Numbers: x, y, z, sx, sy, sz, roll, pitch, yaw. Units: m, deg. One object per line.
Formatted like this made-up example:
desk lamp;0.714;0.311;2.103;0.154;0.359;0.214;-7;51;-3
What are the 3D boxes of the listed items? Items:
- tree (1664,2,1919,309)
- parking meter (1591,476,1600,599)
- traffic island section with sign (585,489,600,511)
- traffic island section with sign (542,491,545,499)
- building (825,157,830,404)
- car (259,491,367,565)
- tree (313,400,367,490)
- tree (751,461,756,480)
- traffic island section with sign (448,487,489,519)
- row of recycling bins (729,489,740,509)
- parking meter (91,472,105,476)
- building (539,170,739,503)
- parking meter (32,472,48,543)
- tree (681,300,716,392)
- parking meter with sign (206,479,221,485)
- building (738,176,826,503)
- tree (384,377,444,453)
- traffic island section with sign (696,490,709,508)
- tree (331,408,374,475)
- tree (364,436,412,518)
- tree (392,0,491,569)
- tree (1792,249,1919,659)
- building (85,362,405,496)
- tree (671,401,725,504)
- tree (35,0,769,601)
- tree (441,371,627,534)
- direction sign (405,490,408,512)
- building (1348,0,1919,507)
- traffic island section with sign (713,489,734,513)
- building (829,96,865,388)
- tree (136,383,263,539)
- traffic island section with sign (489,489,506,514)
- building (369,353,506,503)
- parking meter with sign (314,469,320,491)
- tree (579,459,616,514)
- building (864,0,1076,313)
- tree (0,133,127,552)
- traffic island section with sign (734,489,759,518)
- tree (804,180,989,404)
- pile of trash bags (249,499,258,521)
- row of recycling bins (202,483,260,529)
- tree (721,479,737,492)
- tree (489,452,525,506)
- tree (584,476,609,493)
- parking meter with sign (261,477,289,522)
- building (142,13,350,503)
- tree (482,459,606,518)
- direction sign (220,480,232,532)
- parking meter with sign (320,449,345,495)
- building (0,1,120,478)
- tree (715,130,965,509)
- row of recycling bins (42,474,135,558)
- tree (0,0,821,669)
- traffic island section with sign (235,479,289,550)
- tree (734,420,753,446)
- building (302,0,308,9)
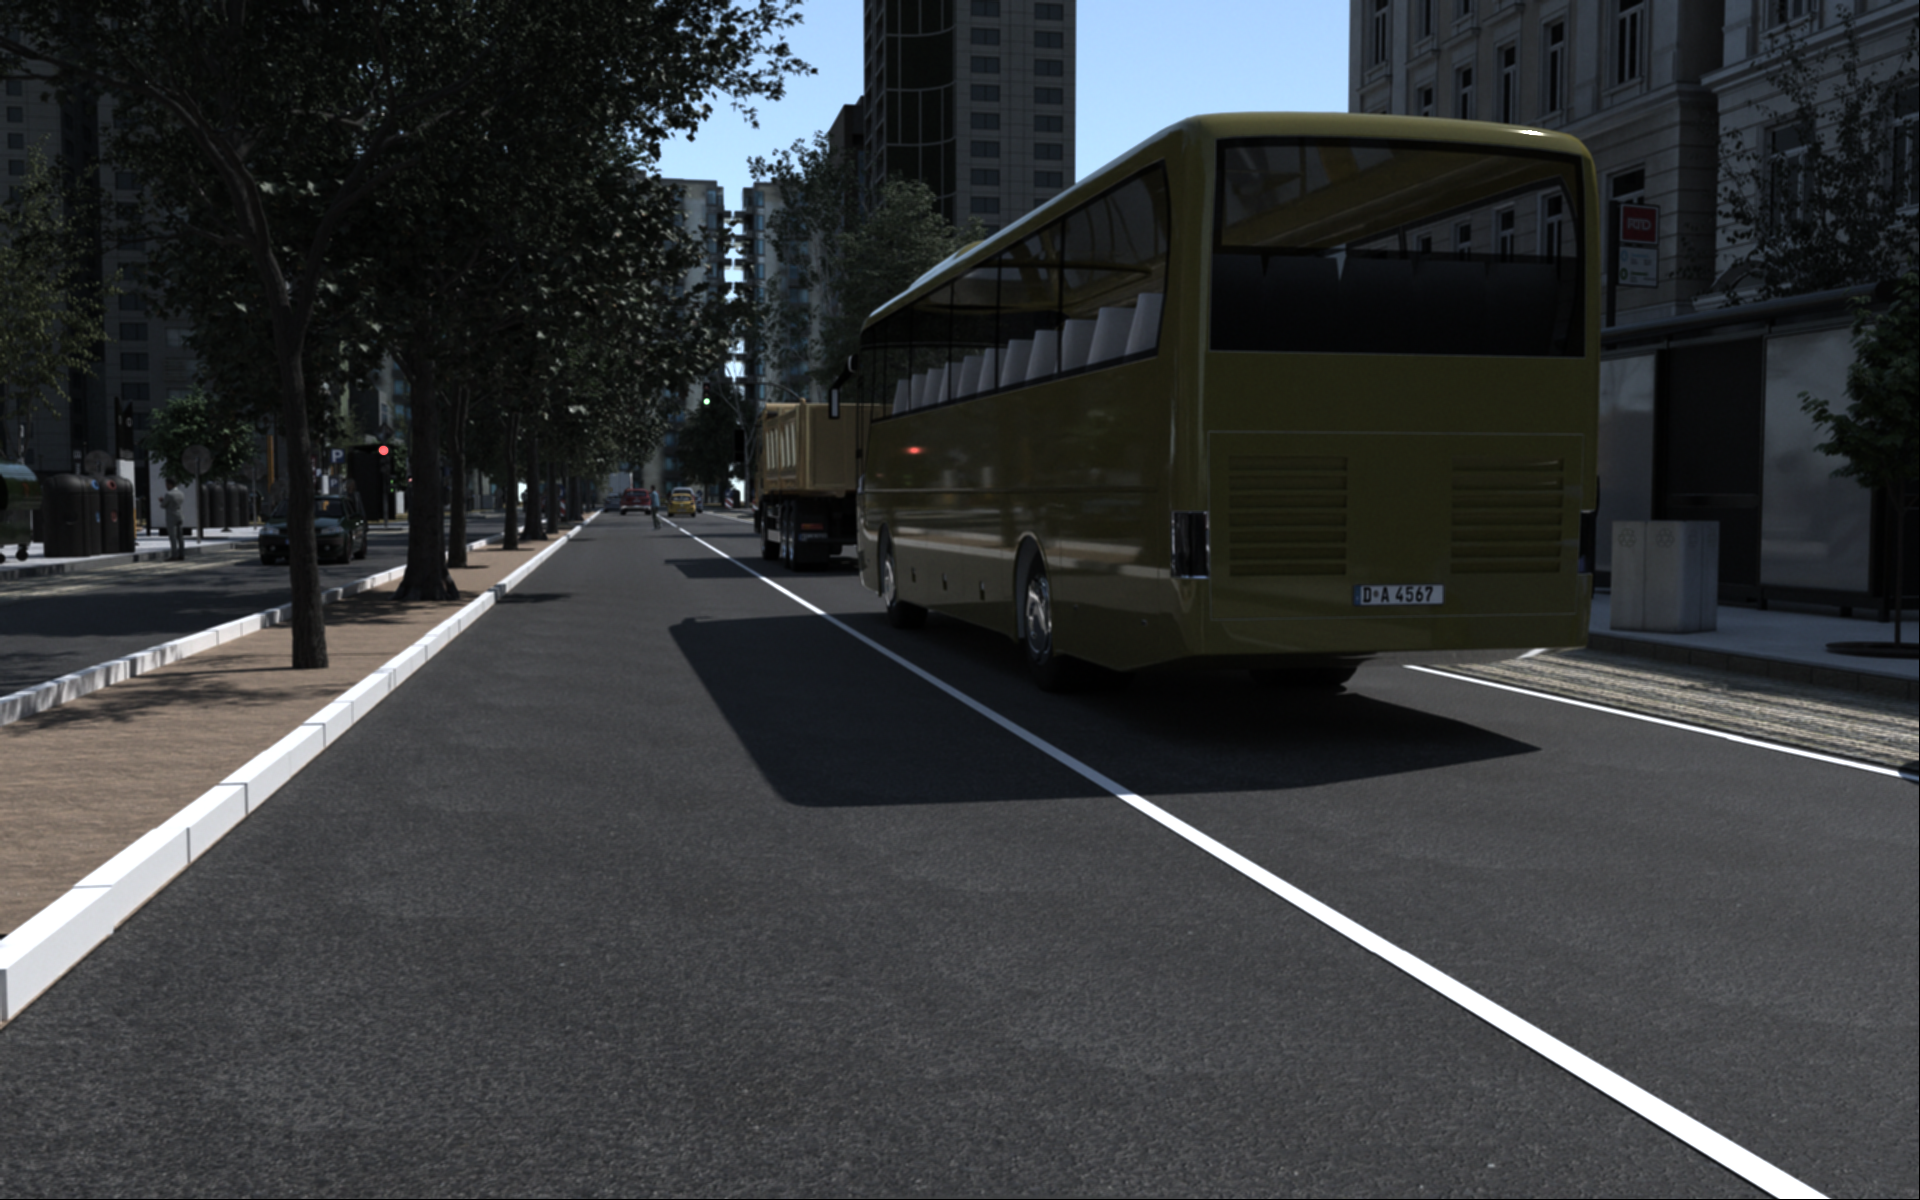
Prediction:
tree;12.830;-4.585;25.331;4.360;8.622;3.978;0;3;0
parking meter;7.586;-0.947;21.196;0.399;1.863;0.255;3;4;37
traffic island section with sign;-32.138;-8.696;150.315;2.006;1.907;1.989;-1;4;-11
traffic island section with sign;-48.588;-11.896;203.121;1.989;1.847;2.006;-1;4;-11
building;-9.497;-32.232;210.586;14.154;41.232;14.086;-1;4;-11
car;-13.622;-1.638;36.567;2.009;1.686;4.222;-1;4;-12
tree;-47.281;-11.141;132.518;4.737;8.622;4.395;0;3;0
tree;-12.537;-8.159;117.119;4.285;4.588;4.351;0;3;0
traffic island section with sign;-28.438;-5.582;99.900;1.989;1.847;2.006;-1;4;-11
row of recycling bins;-19.695;-8.831;151.504;1.069;1.692;3.534;-1;4;-10
parking meter;-22.861;-2.465;46.018;0.399;1.863;0.255;3;4;37
building;-49.491;-39.037;257.856;30.456;49.044;23.786;-1;4;-11
parking meter;-24.256;-2.446;45.696;0.399;1.863;0.255;-3;5;-43
tree;-17.884;-17.886;148.322;12.611;20.169;13.585;0;3;0
parking meter with sign;-33.768;-5.018;78.301;0.543;3.016;1.738;0;4;0
building;-19.182;-39.400;263.805;30.456;49.044;23.786;-1;4;-11
tree;-32.426;-9.422;104.413;4.737;8.622;4.395;0;3;0
traffic island section with sign;-27.009;-10.408;178.792;1.989;1.847;2.006;-1;4;-11
tree;-50.602;-11.886;144.702;4.360;8.622;3.978;0;3;0
tree;-30.747;-6.687;93.050;4.285;4.588;4.351;0;3;0
tree;-9.537;-6.400;32.861;9.928;11.665;9.643;0;3;0
tree;7.414;-1.175;13.817;1.663;3.219;1.824;0;3;0
building;-79.649;-53.745;191.408;31.000;86.520;22.319;-1;4;-11
tree;-33.338;-19.562;226.500;9.857;13.997;8.962;0;3;0
tree;-7.249;-6.347;23.237;9.611;12.733;9.660;0;3;0
tree;-14.924;-8.688;62.627;7.486;12.596;7.792;0;3;0
direction sign;-38.861;-7.913;121.382;0.876;3.537;0.379;2;4;34
building;21.197;-16.232;51.305;13.634;28.700;20.117;-1;4;-11
traffic island section with sign;-17.517;-7.433;130.163;1.989;1.847;2.006;-1;4;-11
building;-7.089;-33.421;196.548;14.600;45.320;14.200;-1;4;-11
tree;-21.933;-4.037;49.727;4.285;4.588;4.351;0;3;0
traffic island section with sign;-33.590;-7.201;126.360;1.989;1.847;2.006;-1;4;-11
building;-79.770;-38.670;251.863;30.456;49.044;23.786;-1;4;-11
parking meter with sign;-44.688;-7.548;119.669;1.738;3.016;0.543;3;5;41
tree;-26.607;-12.750;121.296;12.009;13.543;11.850;0;3;0
building;-0.566;-45.318;179.203;20.563;71.187;20.611;-1;4;-11
tree;-19.534;-5.230;35.879;4.737;8.622;4.395;0;3;0
traffic island section with sign;-12.228;-5.778;103.090;1.989;1.847;2.006;-1;4;-11
tree;-1.843;-8.900;63.648;7.486;12.596;7.792;0;3;0
pile of trash bags;-34.823;-4.378;81.340;3.447;1.369;1.912;-1;4;-23
row of recycling bins;-28.173;-3.591;65.818;1.069;1.692;3.534;1;4;9
tree;-23.676;-11.198;177.682;1.663;3.219;1.824;0;3;0
tree;-47.188;-14.068;180.370;4.737;8.622;4.395;0;3;0
tree;-29.660;-11.327;138.015;4.737;8.622;4.395;0;3;0
parking meter with sign;-31.031;-5.067;79.108;1.738;3.016;0.543;0;4;-4
building;-62.096;-28.622;151.564;14.154;41.232;14.086;-1;4;-11
tree;-23.003;-11.791;101.898;9.857;13.997;8.962;0;3;0
direction sign;-24.905;-4.079;58.696;0.876;3.537;0.379;1;4;23
parking meter with sign;-23.852;-4.270;66.069;0.543;3.016;1.738;-1;4;-11
building;-105.204;-45.849;187.877;20.611;71.187;20.563;-1;4;-11
tree;-5.666;-14.242;88.738;12.611;20.169;13.585;0;3;0
row of recycling bins;-18.394;-1.800;36.538;1.069;1.692;3.534;0;4;-7
tree;-5.372;-4.731;14.228;8.767;10.594;7.601;-1;4;-11
traffic island section with sign;-17.811;-2.255;45.497;1.989;1.847;2.006;-1;4;-11
tree;-26.095;-16.141;189.662;9.928;11.665;9.643;0;3;0
building;-69.494;-44.616;167.722;20.563;71.187;20.611;-1;4;-11
